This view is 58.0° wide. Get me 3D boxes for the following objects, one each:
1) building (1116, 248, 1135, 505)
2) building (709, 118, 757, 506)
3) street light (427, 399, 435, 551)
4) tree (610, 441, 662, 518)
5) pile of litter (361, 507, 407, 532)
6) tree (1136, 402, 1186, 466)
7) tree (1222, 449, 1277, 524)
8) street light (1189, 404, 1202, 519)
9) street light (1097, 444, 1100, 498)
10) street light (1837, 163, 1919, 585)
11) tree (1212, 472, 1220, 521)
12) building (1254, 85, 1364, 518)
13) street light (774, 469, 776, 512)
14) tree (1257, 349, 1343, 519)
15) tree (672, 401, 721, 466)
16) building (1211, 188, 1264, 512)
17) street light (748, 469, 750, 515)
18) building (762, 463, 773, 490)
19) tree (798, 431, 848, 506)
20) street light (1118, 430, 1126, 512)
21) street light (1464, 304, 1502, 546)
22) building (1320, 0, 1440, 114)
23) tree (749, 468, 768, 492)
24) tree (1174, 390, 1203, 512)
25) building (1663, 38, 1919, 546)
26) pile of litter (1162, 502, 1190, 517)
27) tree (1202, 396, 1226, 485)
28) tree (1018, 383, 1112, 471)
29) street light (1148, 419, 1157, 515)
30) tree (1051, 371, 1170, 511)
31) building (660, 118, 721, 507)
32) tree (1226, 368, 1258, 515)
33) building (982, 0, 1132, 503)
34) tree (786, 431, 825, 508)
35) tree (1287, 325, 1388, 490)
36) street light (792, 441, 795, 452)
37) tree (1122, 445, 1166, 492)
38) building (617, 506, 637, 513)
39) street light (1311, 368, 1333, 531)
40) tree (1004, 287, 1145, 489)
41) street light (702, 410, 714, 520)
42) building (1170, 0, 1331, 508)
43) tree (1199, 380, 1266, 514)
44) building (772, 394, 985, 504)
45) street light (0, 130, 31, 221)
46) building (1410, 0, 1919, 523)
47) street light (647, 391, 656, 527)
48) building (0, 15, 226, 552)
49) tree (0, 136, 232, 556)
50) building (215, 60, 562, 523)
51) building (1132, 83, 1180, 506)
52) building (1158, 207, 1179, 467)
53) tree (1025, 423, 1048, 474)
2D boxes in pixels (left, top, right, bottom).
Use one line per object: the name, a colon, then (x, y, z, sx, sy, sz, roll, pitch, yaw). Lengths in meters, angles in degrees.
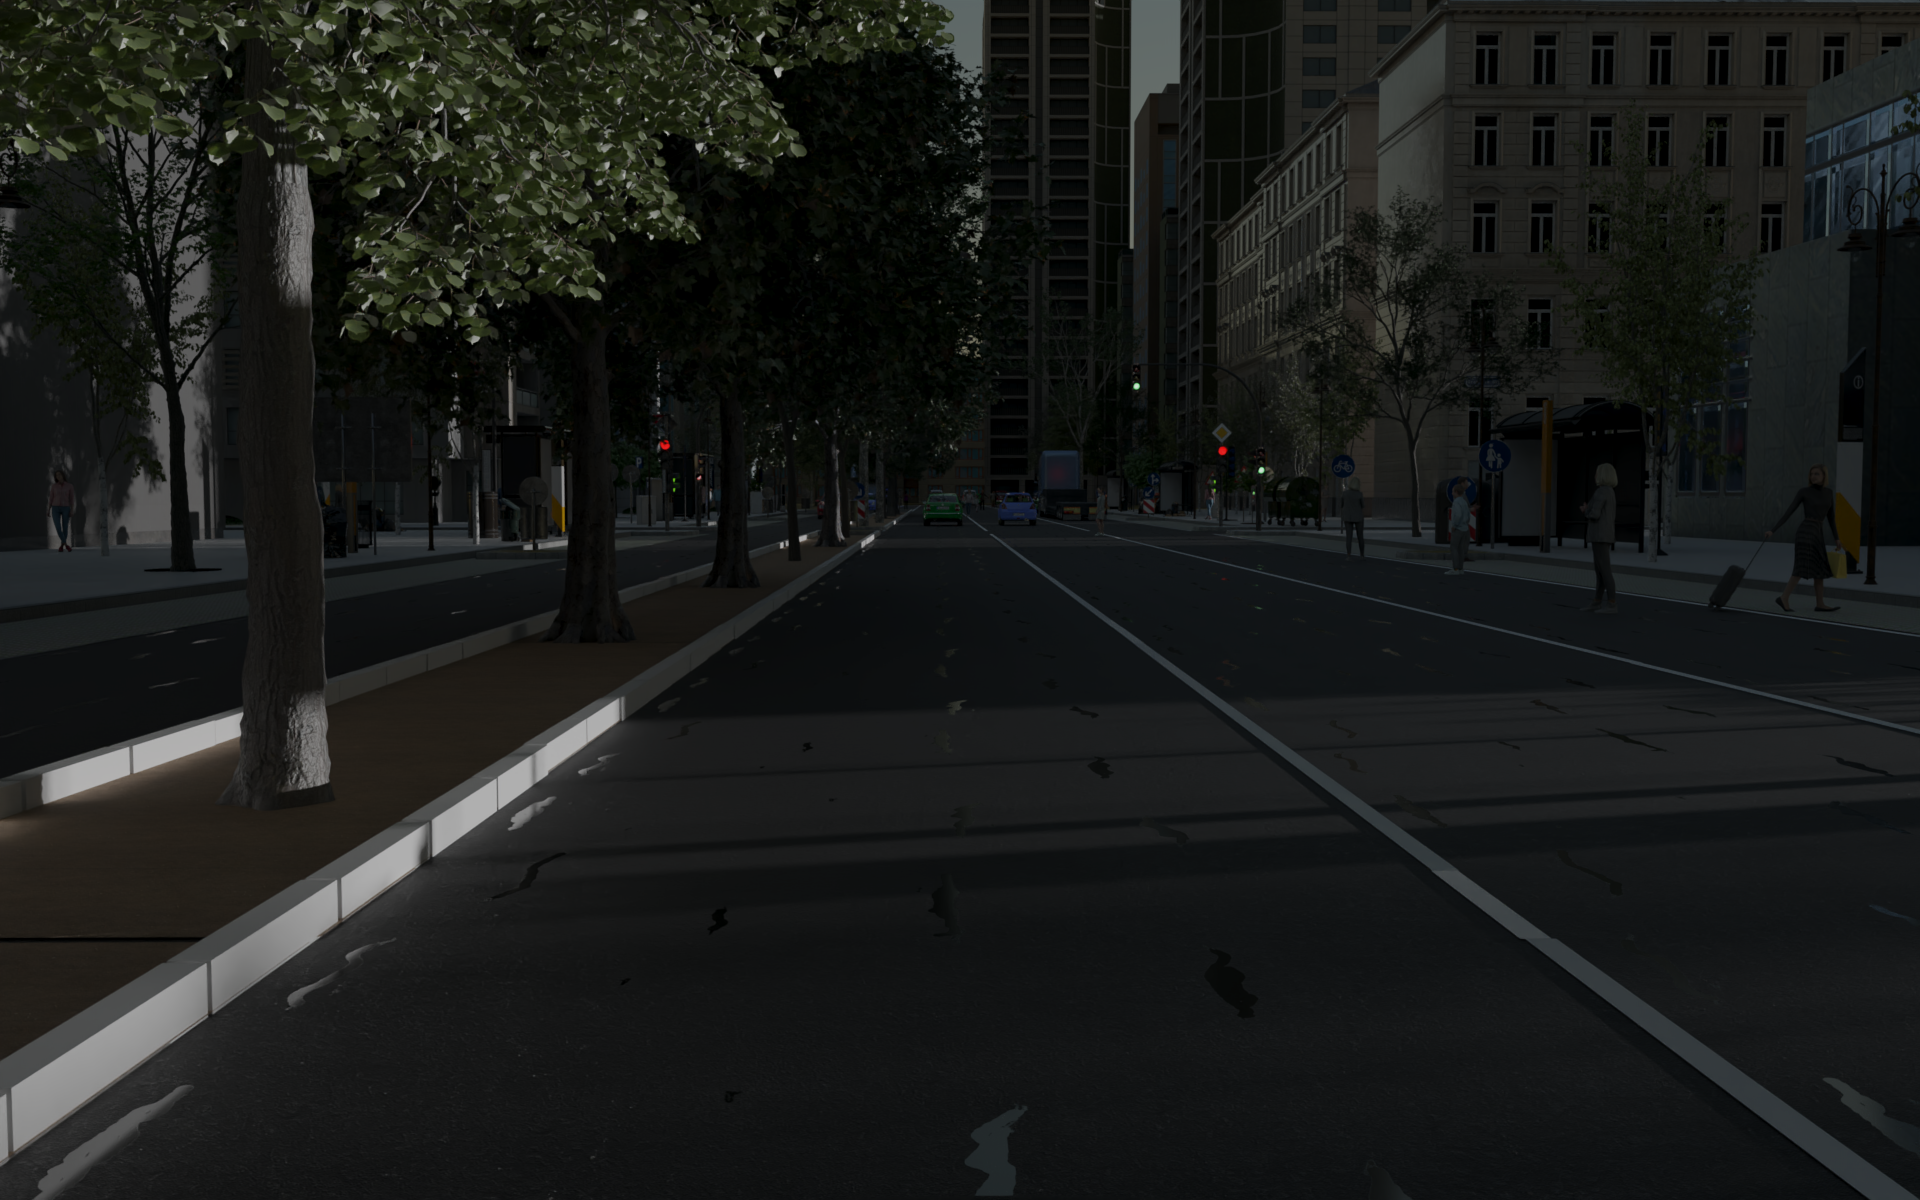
building: (25.358, -26.487, 204.761, 14.160, 30.474, 14.107, 0, 4, -1)
building: (-35.970, -37.113, 196.034, 27.495, 52.752, 28.713, 0, 4, -1)
street light: (-11.984, -4.055, 39.083, 0.468, 5.910, 1.993, 0, 4, -1)
tree: (-19.253, -7.424, 105.093, 4.285, 4.588, 4.351, 0, 3, 0)
pile of litter: (-19.889, -2.774, 59.321, 1.719, 0.858, 1.176, 1, 4, 10)
tree: (16.337, -11.577, 139.644, 4.737, 8.622, 4.395, 0, 3, 0)
tree: (12.426, -4.851, 73.913, 1.663, 3.219, 1.824, 0, 3, 0)
street light: (12.040, -7.091, 88.732, 0.468, 5.910, 1.993, 0, 4, -1)
street light: (11.311, -10.372, 142.368, 0.468, 5.910, 1.993, 0, 4, -1)
street light: (12.918, -3.156, 24.394, 0.468, 5.910, 1.993, 0, 4, -1)
tree: (13.104, -5.472, 84.073, 1.663, 3.219, 1.824, 0, 3, 0)
building: (26.229, -18.840, 105.304, 12.463, 27.353, 25.104, 0, 4, -1)
street light: (-12.992, -9.099, 121.551, 0.468, 5.910, 1.993, 0, 4, -1)
tree: (17.642, -8.473, 88.893, 4.360, 8.622, 3.978, 0, 3, 0)
tree: (-17.886, -10.299, 118.744, 4.360, 8.622, 3.978, 0, 3, 0)
building: (26.951, -20.374, 130.373, 12.463, 27.353, 25.104, 0, 4, -1)
street light: (-12.662, -8.015, 103.837, 0.468, 5.910, 1.993, 0, 4, -1)
building: (-39.784, -42.984, 244.787, 28.212, 58.520, 21.231, 0, 4, -1)
tree: (-14.980, -15.522, 179.536, 9.928, 11.665, 9.643, 0, 3, 0)
street light: (11.572, -9.258, 124.163, 0.468, 5.910, 1.993, 0, 4, -1)
street light: (12.749, -4.254, 42.339, 0.468, 5.910, 1.993, 0, 4, -1)
building: (63.427, -49.293, 244.199, 20.611, 71.187, 20.563, 0, 4, -1)
tree: (-14.181, -7.687, 120.291, 1.663, 3.219, 1.824, 0, 3, 0)
tree: (16.985, -10.510, 122.199, 4.360, 8.622, 3.978, 0, 3, 0)
building: (32.850, -44.179, 35.003, 22.319, 86.520, 31.000, 0, 4, -1)
pile of litter: (12.400, -5.193, 98.870, 1.719, 0.858, 1.176, 0, 4, 1)
tree: (17.288, -9.422, 104.415, 4.360, 8.622, 3.978, 0, 3, 0)
tree: (11.340, -17.072, 189.490, 12.009, 13.543, 11.850, 0, 3, 0)
street light: (11.822, -8.175, 106.448, 0.468, 5.910, 1.993, 0, 4, -1)
tree: (12.401, -11.997, 130.566, 7.601, 10.594, 8.767, -1, 4, -22)
building: (-34.050, -32.896, 157.464, 23.786, 49.044, 30.456, 0, 4, -1)
tree: (17.230, -8.780, 93.913, 4.360, 8.622, 3.978, 0, 3, 0)
building: (13.538, -49.277, 243.933, 20.611, 71.187, 20.563, 0, 4, -1)
tree: (-14.163, -13.026, 163.339, 4.737, 8.622, 4.395, 0, 3, 0)
tree: (16.716, -7.654, 75.511, 4.737, 8.622, 4.395, 0, 3, 0)
street light: (-13.376, -10.182, 139.265, 0.468, 5.910, 1.993, 0, 4, -1)
tree: (12.415, -8.067, 115.605, 4.285, 4.588, 4.351, 0, 3, 0)
building: (-33.035, -35.088, 115.688, 21.231, 58.520, 28.212, 0, 4, -1)
street light: (12.511, -5.337, 60.055, 0.468, 5.910, 1.993, 0, 4, -1)
tree: (9.777, -18.579, 159.650, 12.611, 20.169, 13.585, 0, 3, 0)
street light: (-12.518, -6.932, 86.120, 0.468, 5.910, 1.993, 0, 4, -1)
building: (29.407, -44.021, 157.987, 20.563, 71.187, 20.611, 0, 4, -1)
tree: (17.302, -9.737, 109.559, 4.737, 8.622, 4.395, 0, 3, 0)
building: (-11.262, -24.684, 248.626, 28.899, 21.520, 27.650, 0, 4, -1)
street light: (-11.621, -2.924, 20.595, 0.468, 5.910, 1.993, 0, 4, -1)
building: (33.144, -17.394, 81.660, 25.104, 27.353, 12.463, 0, 4, -1)
street light: (-12.264, -5.842, 68.301, 0.468, 5.910, 1.993, 0, 4, -1)
building: (-33.197, -15.320, 43.992, 24.014, 27.812, 14.314, 0, 4, -1)
tree: (-17.436, -5.210, 35.543, 4.737, 8.622, 4.395, 0, 3, 0)
building: (-26.597, -24.334, 81.453, 14.154, 41.232, 14.086, 0, 4, -1)
building: (26.702, -33.033, 190.197, 14.600, 45.320, 14.200, 0, 4, -1)
building: (27.048, -24.760, 176.527, 14.160, 30.474, 14.107, 0, 4, -1)
tree: (11.153, -17.029, 212.840, 7.601, 10.594, 8.767, -3, 5, -42)
